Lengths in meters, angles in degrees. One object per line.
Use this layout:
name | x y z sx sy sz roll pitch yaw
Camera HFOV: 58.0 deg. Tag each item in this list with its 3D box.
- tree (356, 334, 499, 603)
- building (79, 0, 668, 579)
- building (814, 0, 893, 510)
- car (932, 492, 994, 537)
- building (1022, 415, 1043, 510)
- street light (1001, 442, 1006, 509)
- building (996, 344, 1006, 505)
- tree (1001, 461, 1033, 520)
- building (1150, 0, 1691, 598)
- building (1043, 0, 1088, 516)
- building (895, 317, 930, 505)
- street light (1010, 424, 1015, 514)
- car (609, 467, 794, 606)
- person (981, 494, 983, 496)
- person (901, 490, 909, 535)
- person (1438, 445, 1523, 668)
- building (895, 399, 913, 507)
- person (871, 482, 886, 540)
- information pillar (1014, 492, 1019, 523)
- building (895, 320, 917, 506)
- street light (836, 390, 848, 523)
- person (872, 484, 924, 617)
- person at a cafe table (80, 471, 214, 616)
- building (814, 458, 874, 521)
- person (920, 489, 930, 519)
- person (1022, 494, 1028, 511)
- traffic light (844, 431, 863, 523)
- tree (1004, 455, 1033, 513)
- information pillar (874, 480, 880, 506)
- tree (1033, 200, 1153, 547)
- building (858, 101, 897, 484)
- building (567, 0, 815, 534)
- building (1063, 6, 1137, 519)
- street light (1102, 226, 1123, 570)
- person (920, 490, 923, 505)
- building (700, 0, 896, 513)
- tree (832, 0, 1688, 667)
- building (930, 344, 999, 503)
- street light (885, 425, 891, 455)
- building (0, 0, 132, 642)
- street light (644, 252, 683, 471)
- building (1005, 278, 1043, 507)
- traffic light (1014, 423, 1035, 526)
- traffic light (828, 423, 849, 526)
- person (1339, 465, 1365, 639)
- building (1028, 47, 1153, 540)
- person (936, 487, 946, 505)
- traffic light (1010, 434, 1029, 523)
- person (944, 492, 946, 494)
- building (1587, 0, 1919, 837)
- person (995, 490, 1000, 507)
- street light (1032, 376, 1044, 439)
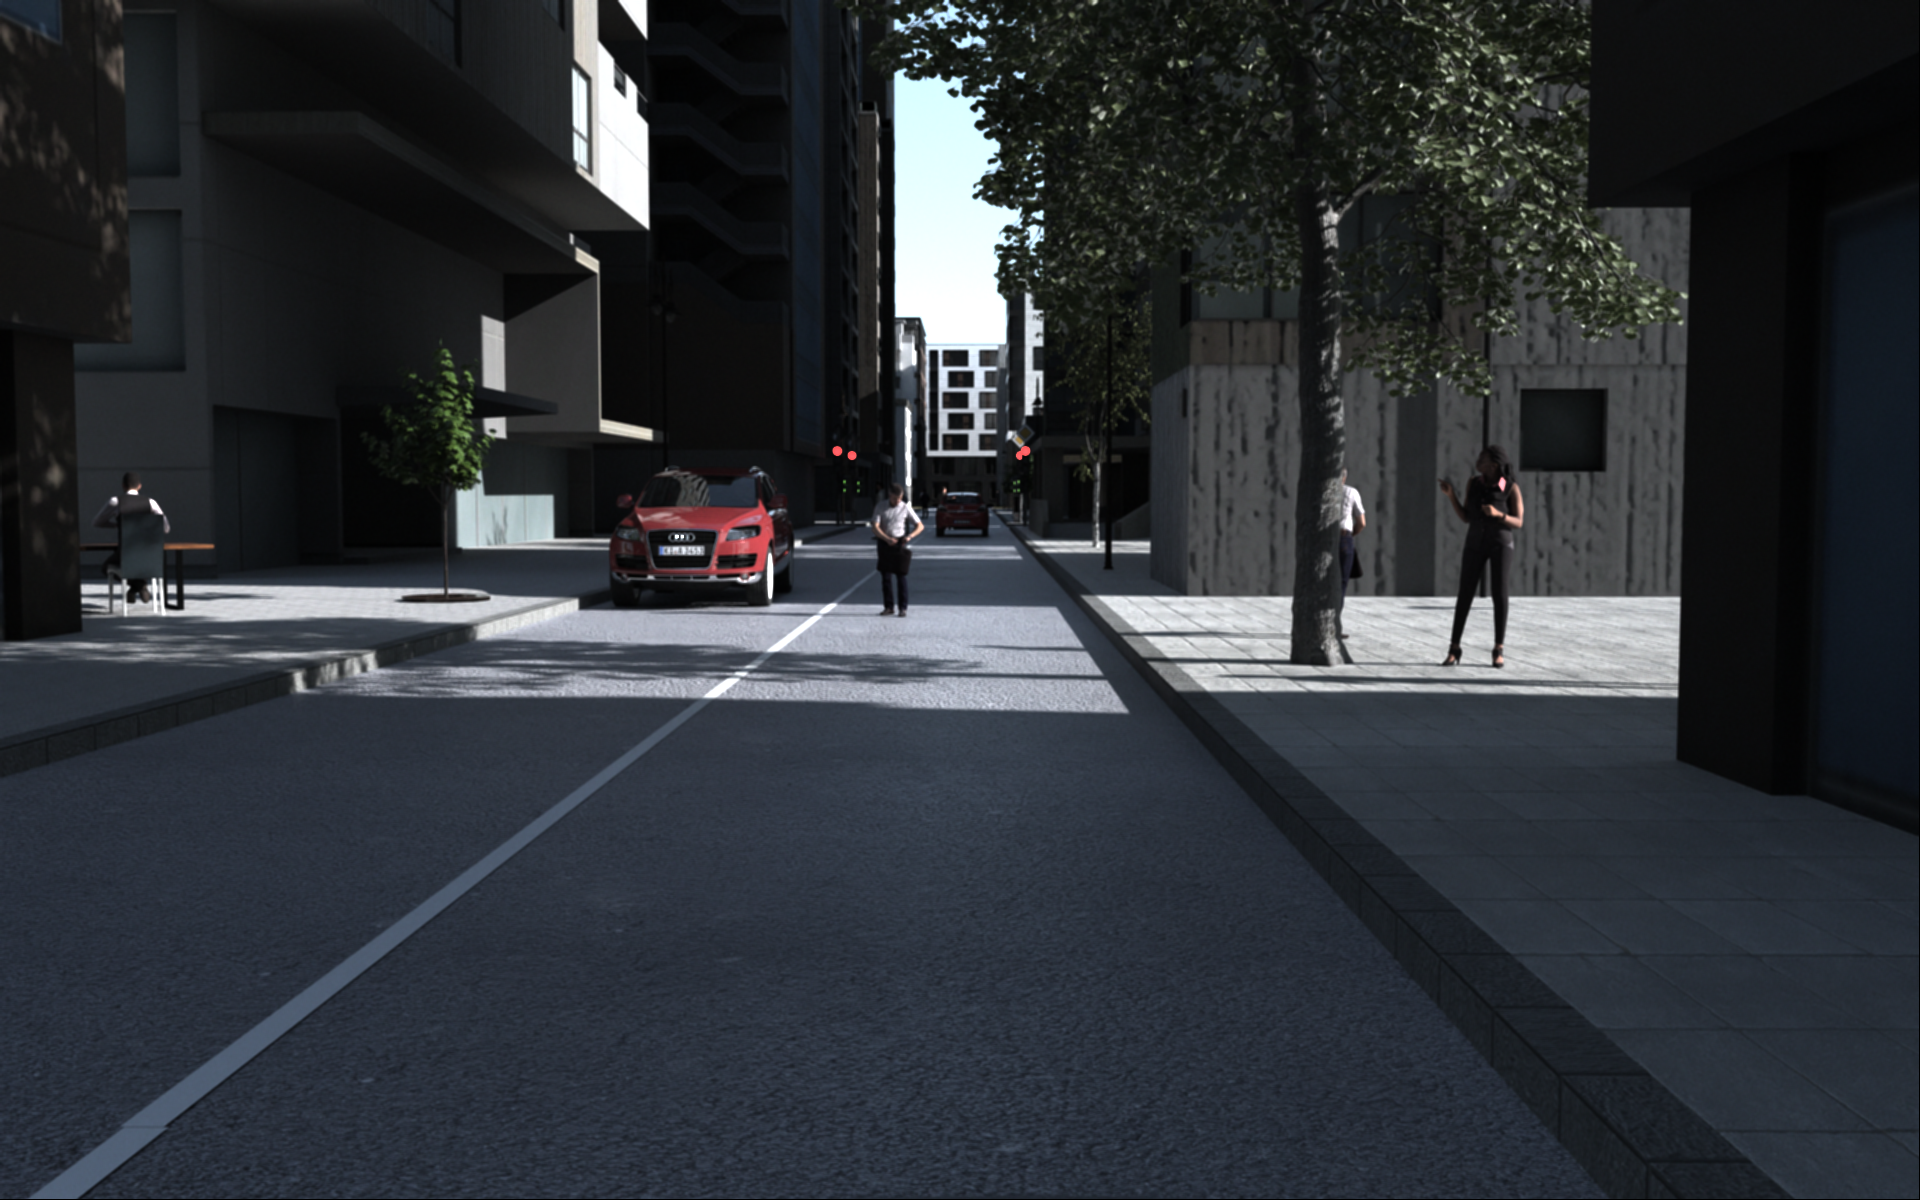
tree | -6.157 -1.611 20.950 1.663 3.219 1.824 0 3 0
building | -22.192 -27.372 36.772 28.713 52.752 27.495 0 4 1
building | -14.766 -41.028 109.059 20.563 71.187 20.611 0 4 1
car | 0.095 -3.099 59.717 2.155 1.783 4.494 0 4 1
building | 16.483 -50.252 134.295 22.319 86.520 31.000 0 4 1
street light | 3.828 -10.913 151.216 0.468 5.910 1.993 0 4 1
building | 13.009 -21.126 211.871 16.747 18.905 31.486 0 4 1
tree | 3.365 -6.050 93.513 1.663 3.219 1.824 0 3 0
building | 9.940 -15.645 27.501 14.160 30.474 14.107 0 4 1
building | 12.044 -25.788 105.235 14.154 41.232 14.086 0 4 1
building | -20.709 -22.636 214.075 32.646 21.610 27.936 0 4 1
street light | 3.476 -8.512 111.966 0.468 5.910 1.993 0 4 1
car | -3.444 -0.924 23.786 2.281 1.827 5.304 0 4 -1
person | 2.432 -11.627 201.826 0.599 1.433 0.991 0 4 2
person | -1.975 -3.045 60.346 0.319 1.574 0.516 -3 5 -39
person | 3.852 -0.325 12.830 0.593 1.643 0.415 0 4 -7
building | -9.065 -13.715 166.381 9.099 9.664 28.070 0 4 1
person | -2.563 -2.788 54.228 0.789 1.805 0.875 0 4 7
information pillar | 2.581 -4.472 77.616 0.304 2.012 0.304 1 4 15
building | -12.623 -20.145 185.787 16.016 20.091 11.380 0 4 1
street light | -5.210 -6.373 76.985 0.468 5.910 1.993 0 4 1
person | -0.735 -0.591 20.381 0.614 1.554 0.590 0 4 2
person at a cafe table | -9.058 -0.631 18.837 1.698 1.524 1.622 -3 4 -38
building | -20.944 -24.216 87.806 32.217 40.220 23.993 0 4 1
person | -2.091 -5.619 101.077 0.504 1.737 0.576 3 4 39
person | 4.678 -7.245 127.740 0.776 1.435 0.726 -1 4 -16
traffic light | -4.734 -5.365 76.632 0.839 4.253 0.868 0 4 1
tree | 4.828 -8.231 118.295 4.285 4.588 4.351 0 3 0
information pillar | -4.472 -5.438 93.400 0.304 2.012 0.304 -1 4 -10
tree | 3.472 -5.575 41.518 4.737 8.622 4.395 0 3 0
building | -12.089 -21.772 127.674 14.160 30.474 14.107 0 4 1
building | -12.593 -25.170 61.636 14.200 45.320 14.600 0 4 1
building | 19.001 -26.361 85.631 28.867 44.769 22.147 0 4 1
street light | 2.530 -3.460 29.353 0.468 5.910 1.993 0 4 1
person | -4.388 -11.673 197.840 0.436 1.711 0.756 -2 4 -28
building | -12.567 -30.097 142.195 14.600 45.320 14.200 0 4 1
tree | 2.303 -5.787 12.738 7.486 12.596 7.792 0 3 0
building | -6.800 -24.777 249.074 32.646 21.610 27.936 0 4 1
street light | -4.868 -8.785 116.417 0.468 5.910 1.993 0 4 1
building | -14.793 -21.897 8.129 14.600 45.320 14.200 0 4 1
street light | -5.671 -3.701 33.298 0.468 5.910 1.993 0 4 1
building | 18.632 -20.482 178.859 27.936 21.610 32.646 0 4 1
traffic light | 2.566 -4.873 68.589 0.839 4.253 0.868 0 4 1
traffic light | -4.815 -4.876 68.648 0.839 4.253 0.868 0 4 1
person | 3.329 -0.446 15.545 0.614 1.554 0.590 2 4 34
building | 18.566 -22.248 55.636 32.217 40.220 23.993 0 4 1
person | -0.635 -4.249 78.496 0.750 1.759 0.617 -2 4 -31
traffic light | 2.647 -5.361 76.573 0.839 4.253 0.868 0 4 1
person | -1.057 -6.717 119.248 0.541 1.710 0.530 1 4 21
building | 9.943 -21.414 0.231 14.600 45.320 14.200 0 4 1
person | 3.696 -10.053 171.219 0.445 1.727 0.742 0 4 -1
street light | 3.049 -5.837 68.220 0.468 5.910 1.993 0 4 1
